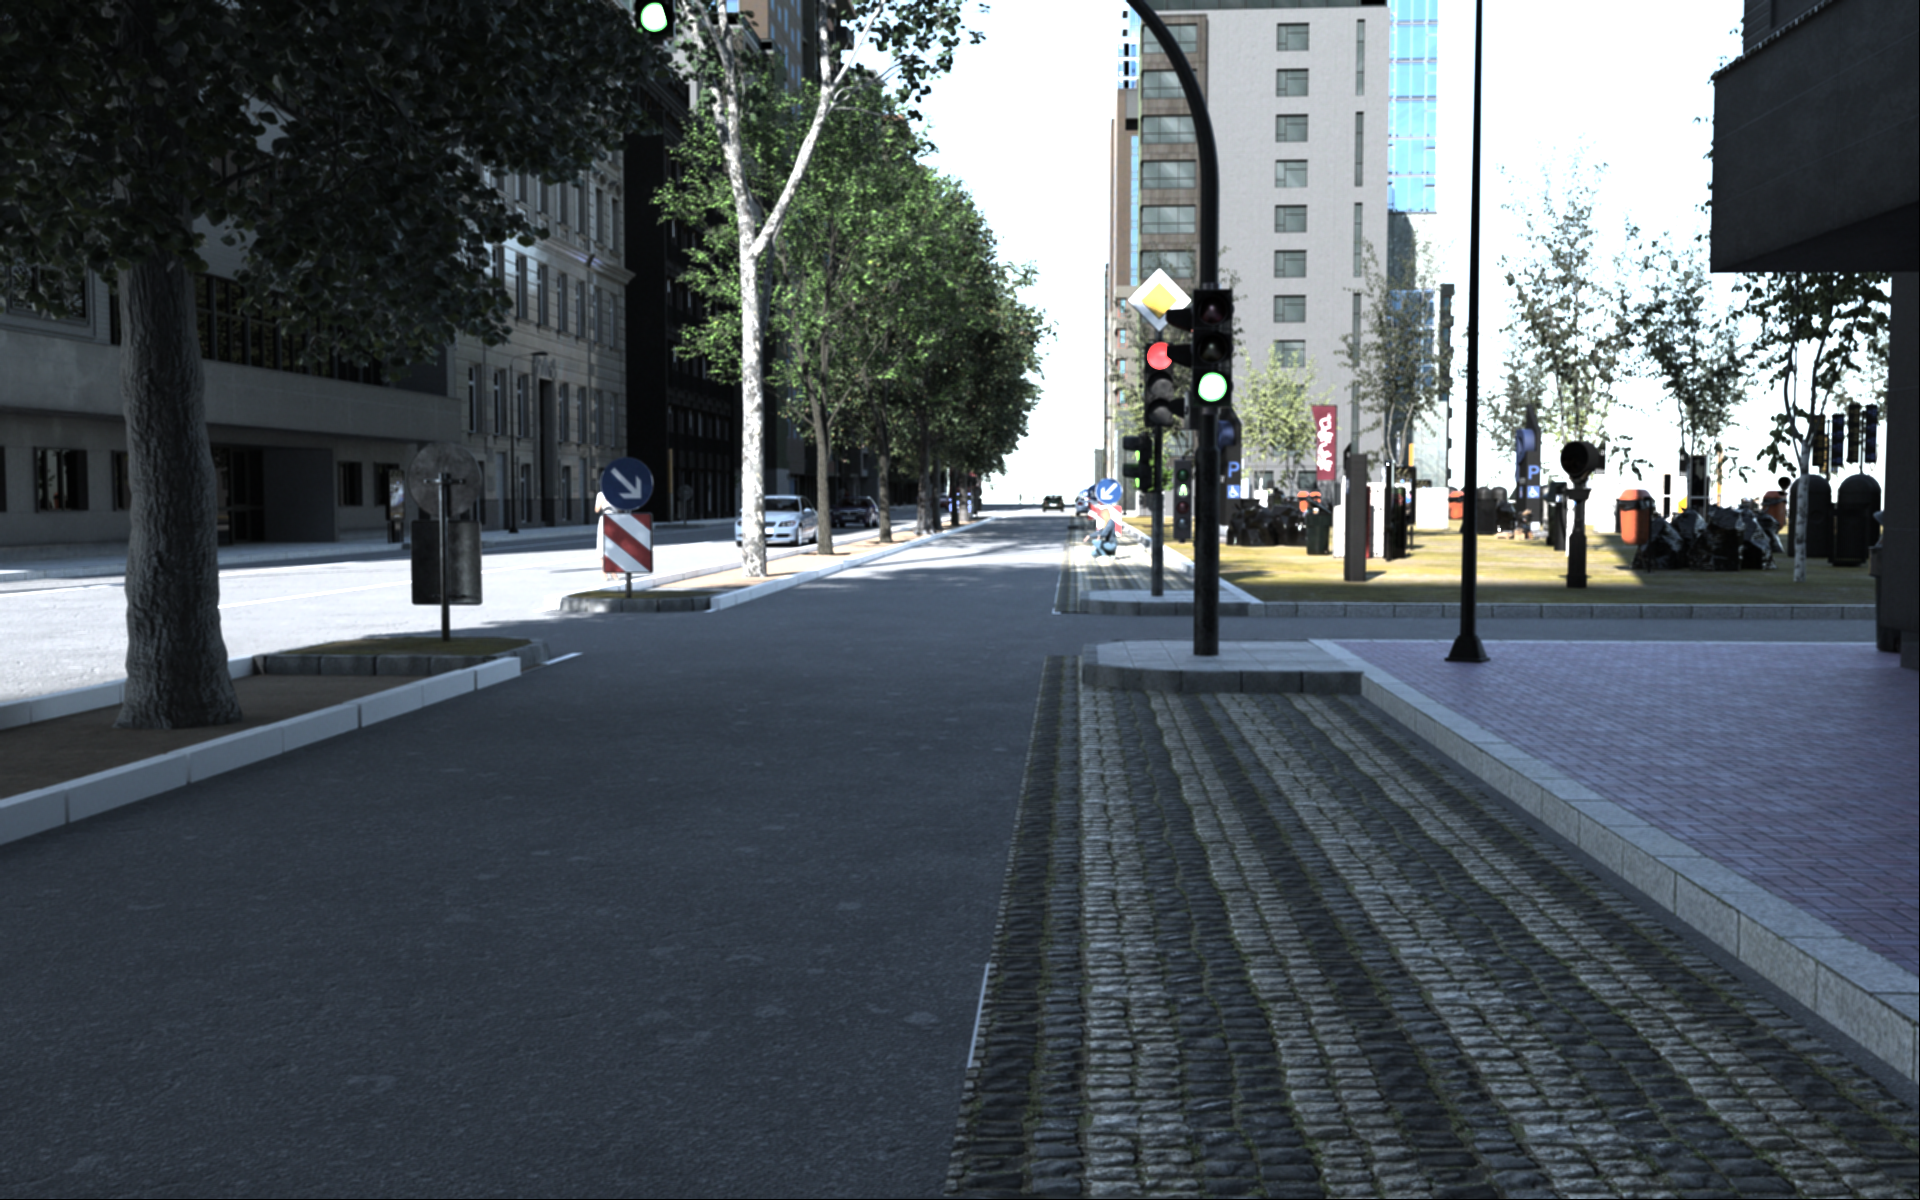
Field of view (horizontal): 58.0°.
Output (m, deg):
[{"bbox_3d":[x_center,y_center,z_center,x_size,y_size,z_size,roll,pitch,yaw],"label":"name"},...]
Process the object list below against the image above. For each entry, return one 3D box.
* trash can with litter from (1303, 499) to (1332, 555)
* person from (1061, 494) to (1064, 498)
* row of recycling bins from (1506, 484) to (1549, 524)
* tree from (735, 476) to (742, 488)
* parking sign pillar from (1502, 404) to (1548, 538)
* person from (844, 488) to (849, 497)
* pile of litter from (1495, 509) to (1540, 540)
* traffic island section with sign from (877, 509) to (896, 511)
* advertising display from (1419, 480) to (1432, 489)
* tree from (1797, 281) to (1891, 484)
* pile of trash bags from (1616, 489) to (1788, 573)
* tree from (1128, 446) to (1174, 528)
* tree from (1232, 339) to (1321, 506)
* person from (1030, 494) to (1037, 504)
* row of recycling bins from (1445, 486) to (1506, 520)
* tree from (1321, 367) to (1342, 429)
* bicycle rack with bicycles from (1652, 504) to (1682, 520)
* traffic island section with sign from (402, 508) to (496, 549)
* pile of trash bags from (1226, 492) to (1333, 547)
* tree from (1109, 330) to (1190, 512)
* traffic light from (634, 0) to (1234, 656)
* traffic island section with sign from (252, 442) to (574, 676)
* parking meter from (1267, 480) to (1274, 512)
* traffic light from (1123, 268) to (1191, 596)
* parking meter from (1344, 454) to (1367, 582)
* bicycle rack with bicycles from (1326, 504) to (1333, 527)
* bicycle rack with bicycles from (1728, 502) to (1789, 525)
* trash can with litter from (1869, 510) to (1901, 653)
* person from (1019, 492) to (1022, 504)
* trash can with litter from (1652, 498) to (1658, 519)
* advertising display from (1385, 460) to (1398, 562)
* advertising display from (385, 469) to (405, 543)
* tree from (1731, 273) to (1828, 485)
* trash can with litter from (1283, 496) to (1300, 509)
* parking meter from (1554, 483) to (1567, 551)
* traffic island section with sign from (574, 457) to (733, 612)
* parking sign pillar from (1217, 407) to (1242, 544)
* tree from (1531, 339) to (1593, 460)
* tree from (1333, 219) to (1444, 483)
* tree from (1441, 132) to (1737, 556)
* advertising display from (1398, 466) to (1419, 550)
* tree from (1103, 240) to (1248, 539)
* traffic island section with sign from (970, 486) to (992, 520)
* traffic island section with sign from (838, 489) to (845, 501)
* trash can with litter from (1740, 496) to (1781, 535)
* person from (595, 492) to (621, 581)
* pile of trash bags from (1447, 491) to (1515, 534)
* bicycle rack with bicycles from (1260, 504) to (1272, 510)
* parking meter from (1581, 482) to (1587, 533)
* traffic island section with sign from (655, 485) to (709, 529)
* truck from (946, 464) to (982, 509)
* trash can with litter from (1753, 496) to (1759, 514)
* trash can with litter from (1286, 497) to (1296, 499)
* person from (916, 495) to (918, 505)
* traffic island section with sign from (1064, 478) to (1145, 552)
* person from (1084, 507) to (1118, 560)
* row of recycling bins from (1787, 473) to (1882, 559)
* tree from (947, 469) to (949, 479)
[{"bbox_3d":[7.783,-1.537,36.514,1.055,1.170,0.624,0,4,3],"label":"trash can with litter"},{"bbox_3d":[13.923,-13.830,237.805,0.799,1.438,0.628,0,4,-1],"label":"person"},{"bbox_3d":[25.106,-4.132,74.675,1.069,1.692,3.534,-1,4,-14],"label":"row of recycling bins"},{"bbox_3d":[-13.149,-6.223,96.347,1.663,3.219,1.824,0,3,0],"label":"tree"},{"bbox_3d":[16.862,-3.847,51.378,1.447,3.967,1.447,0,4,5],"label":"parking sign pillar"},{"bbox_3d":[-7.346,-6.295,111.362,0.705,1.831,1.348,-2,4,-24],"label":"person"},{"bbox_3d":[15.964,-2.182,49.633,1.176,0.858,1.719,0,4,6],"label":"pile of litter"},{"bbox_3d":[-6.529,-8.630,149.727,1.989,1.847,2.006,0,4,4],"label":"traffic island section with sign"},{"bbox_3d":[21.224,-4.534,79.350,0.123,1.923,0.974,-2,4,-26],"label":"advertising display"},{"bbox_3d":[30.039,-6.536,57.222,4.360,8.622,3.978,0,3,0],"label":"tree"},{"bbox_3d":[12.229,-1.196,29.301,3.447,1.369,1.912,-3,4,-38],"label":"pile of trash bags"},{"bbox_3d":[7.615,-4.557,69.102,1.663,3.219,1.824,0,3,0],"label":"tree"},{"bbox_3d":[14.442,-8.113,83.013,4.737,8.622,4.395,0,3,0],"label":"tree"},{"bbox_3d":[10.287,-14.046,241.374,0.991,1.433,0.599,0,4,4],"label":"person"},{"bbox_3d":[26.148,-4.942,87.907,3.534,1.692,1.069,-1,4,-12],"label":"row of recycling bins"},{"bbox_3d":[17.251,-8.482,89.037,4.737,8.622,4.395,0,3,0],"label":"tree"},{"bbox_3d":[25.081,-2.998,62.398,2.852,0.926,2.925,-1,4,-15],"label":"bicycle rack with bicycles"},{"bbox_3d":[-13.390,-2.267,45.699,1.989,1.847,2.006,0,4,4],"label":"traffic island section with sign"},{"bbox_3d":[8.382,-2.028,42.906,3.447,1.369,1.912,0,4,-1],"label":"pile of trash bags"},{"bbox_3d":[8.831,-7.754,77.148,4.737,8.622,4.395,0,3,0],"label":"tree"},{"bbox_3d":[-0.151,-2.391,13.753,4.771,5.953,1.251,0,4,4],"label":"traffic light"},{"bbox_3d":[-4.544,-0.391,14.537,2.006,1.907,1.989,0,4,4],"label":"traffic island section with sign"},{"bbox_3d":[13.152,-4.139,73.379,0.255,1.863,0.399,1,4,18],"label":"parking meter"},{"bbox_3d":[2.469,-2.006,21.724,0.839,4.253,0.868,0,4,4],"label":"traffic light"},{"bbox_3d":[5.818,-1.209,25.473,0.255,1.863,0.399,0,4,0],"label":"parking meter"},{"bbox_3d":[14.020,-3.084,63.805,2.852,0.926,2.925,-2,4,-29],"label":"bicycle rack with bicycles"},{"bbox_3d":[34.205,-3.588,72.052,2.852,0.926,2.925,-1,4,-15],"label":"bicycle rack with bicycles"},{"bbox_3d":[7.830,-0.151,13.863,0.624,1.170,1.055,-1,4,-17],"label":"trash can with litter"},{"bbox_3d":[8.552,-14.256,242.108,0.617,1.759,0.750,-2,4,-34],"label":"person"},{"bbox_3d":[35.549,-4.752,89.090,1.055,1.170,0.624,-3,4,-39],"label":"trash can with litter"},{"bbox_3d":[8.270,-1.718,33.311,0.123,1.923,0.974,1,4,17],"label":"advertising display"},{"bbox_3d":[-14.813,-2.460,45.433,0.123,1.923,0.974,0,4,5],"label":"advertising display"},{"bbox_3d":[18.821,-5.737,44.160,4.360,8.622,3.978,0,3,0],"label":"tree"},{"bbox_3d":[9.695,-2.539,52.564,2.233,1.210,1.678,2,4,25],"label":"trash can with litter"},{"bbox_3d":[13.667,-1.885,39.229,0.372,1.533,0.369,0,3,0],"label":"parking meter"},{"bbox_3d":[-4.046,-0.843,21.927,2.006,1.907,1.989,0,4,4],"label":"traffic island section with sign"},{"bbox_3d":[6.950,-3.486,45.470,1.447,3.967,1.447,-1,4,-12],"label":"parking sign pillar"},{"bbox_3d":[28.202,-7.893,79.417,4.737,8.622,4.395,0,3,0],"label":"tree"},{"bbox_3d":[12.106,-5.938,47.451,4.360,8.622,3.978,0,3,0],"label":"tree"},{"bbox_3d":[12.670,-5.199,35.373,4.360,8.622,3.978,0,3,0],"label":"tree"},{"bbox_3d":[10.239,-2.139,40.186,0.123,1.923,0.974,-1,4,-20],"label":"advertising display"},{"bbox_3d":[6.372,-6.056,49.376,4.360,8.622,3.978,0,3,0],"label":"tree"},{"bbox_3d":[0.898,-5.429,96.904,2.006,1.907,1.989,0,4,4],"label":"traffic island section with sign"},{"bbox_3d":[-8.299,-6.985,122.830,1.989,1.847,2.006,0,4,4],"label":"traffic island section with sign"},{"bbox_3d":[24.709,-2.674,54.784,1.678,1.210,2.233,-1,4,-14],"label":"trash can with litter"},{"bbox_3d":[-5.798,-1.203,28.737,0.480,1.755,0.524,-2,4,-35],"label":"person"},{"bbox_3d":[17.245,-2.886,56.933,3.447,1.369,1.912,-3,4,-36],"label":"pile of trash bags"},{"bbox_3d":[10.807,-3.055,63.324,2.925,0.926,2.852,1,4,22],"label":"bicycle rack with bicycles"},{"bbox_3d":[19.354,-2.963,54.153,0.399,1.863,0.255,3,5,42],"label":"parking meter"},{"bbox_3d":[-11.608,-3.921,72.738,1.989,1.847,2.006,0,4,4],"label":"traffic island section with sign"},{"bbox_3d":[0.459,-9.608,146.000,2.839,4.237,11.283,0,4,3],"label":"truck"},{"bbox_3d":[40.864,-4.776,89.473,0.624,1.170,1.055,-3,4,-39],"label":"trash can with litter"},{"bbox_3d":[15.080,-4.130,78.919,0.624,1.170,1.055,1,4,21],"label":"trash can with litter"},{"bbox_3d":[-3.201,-7.533,134.893,0.421,1.427,0.697,-1,4,-9],"label":"person"},{"bbox_3d":[3.619,-2.136,43.552,1.989,1.847,2.006,0,4,4],"label":"traffic island section with sign"},{"bbox_3d":[3.062,-1.434,37.439,0.738,1.151,1.012,0,4,2],"label":"person"},{"bbox_3d":[18.459,-1.677,34.530,3.534,1.692,1.069,2,4,30],"label":"row of recycling bins"},{"bbox_3d":[-2.267,-18.805,257.818,4.737,8.622,4.395,0,3,0],"label":"tree"}]
